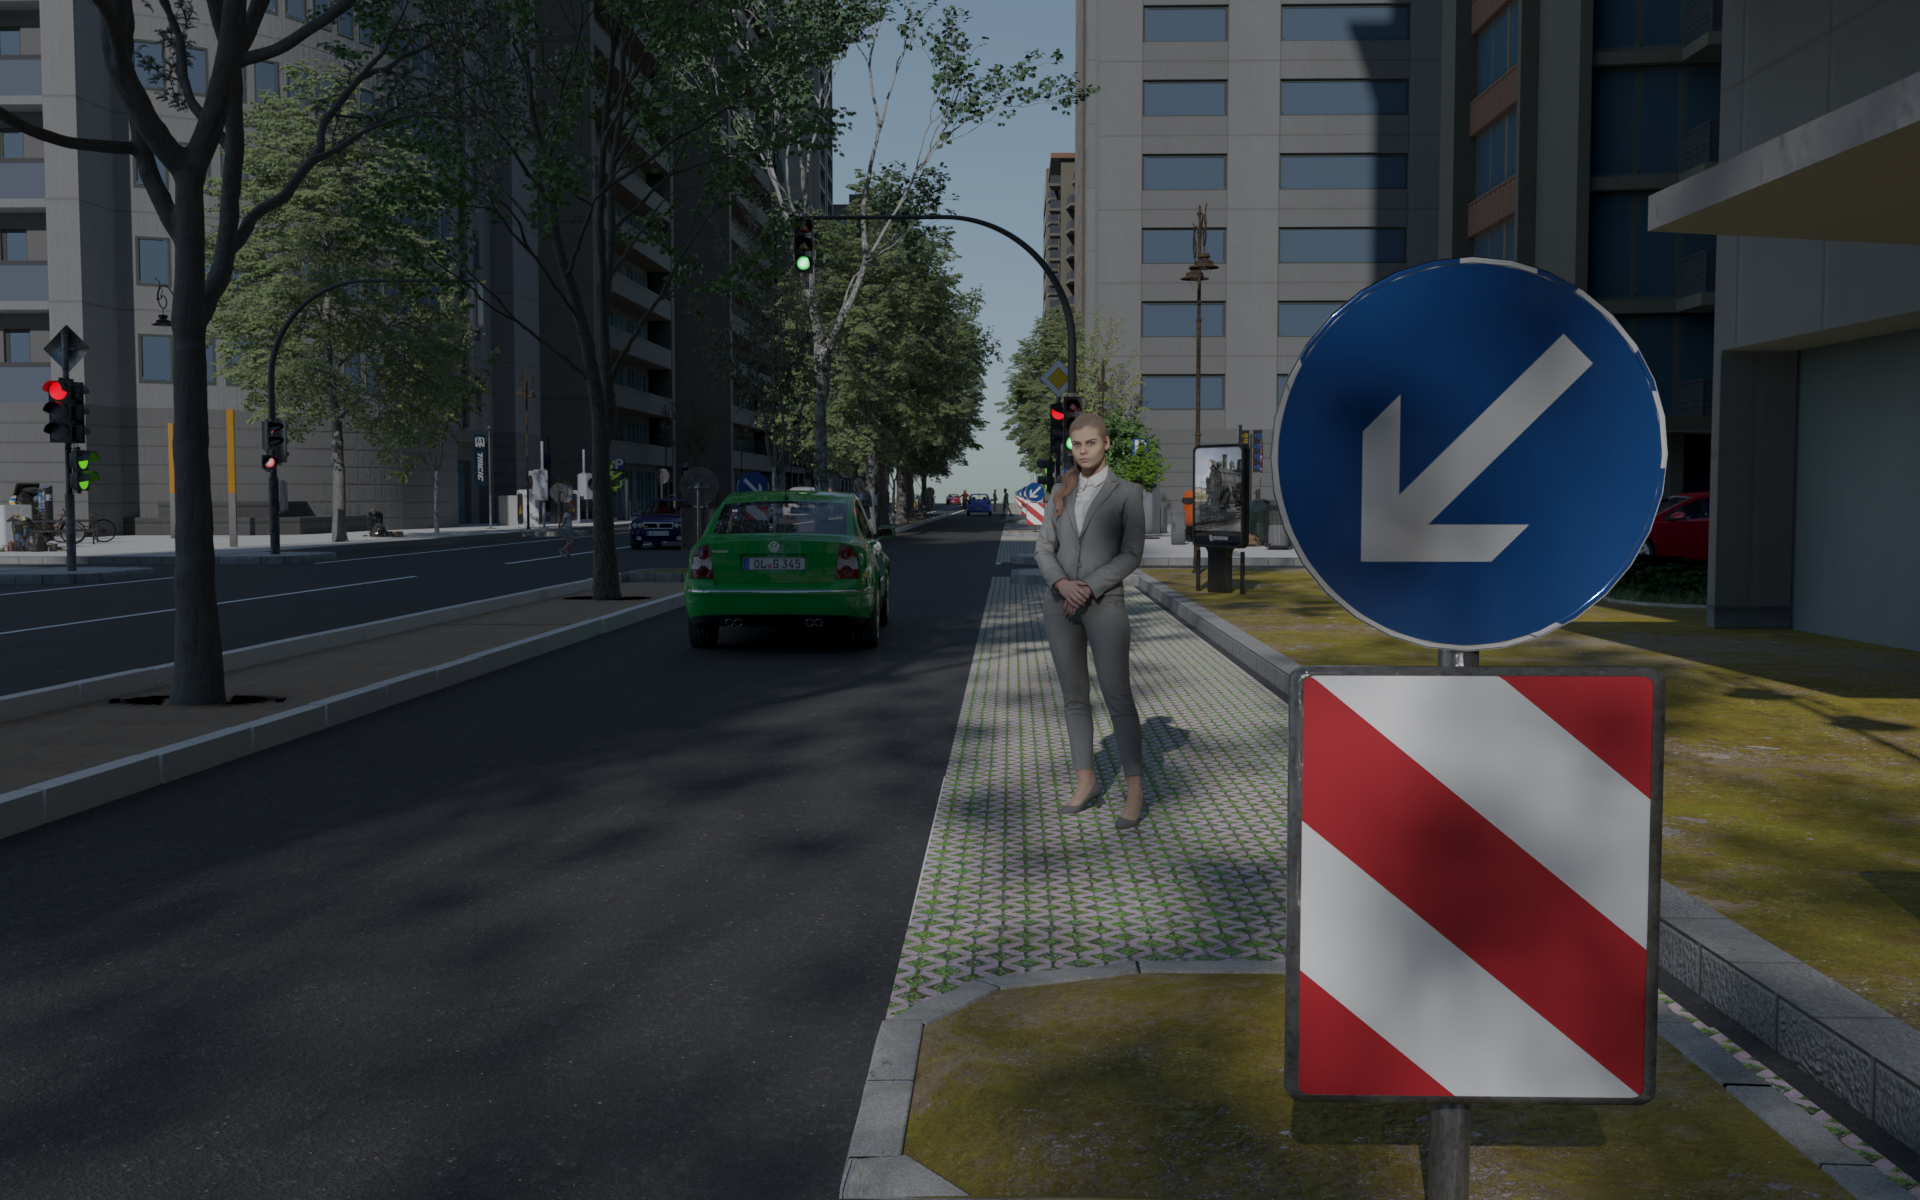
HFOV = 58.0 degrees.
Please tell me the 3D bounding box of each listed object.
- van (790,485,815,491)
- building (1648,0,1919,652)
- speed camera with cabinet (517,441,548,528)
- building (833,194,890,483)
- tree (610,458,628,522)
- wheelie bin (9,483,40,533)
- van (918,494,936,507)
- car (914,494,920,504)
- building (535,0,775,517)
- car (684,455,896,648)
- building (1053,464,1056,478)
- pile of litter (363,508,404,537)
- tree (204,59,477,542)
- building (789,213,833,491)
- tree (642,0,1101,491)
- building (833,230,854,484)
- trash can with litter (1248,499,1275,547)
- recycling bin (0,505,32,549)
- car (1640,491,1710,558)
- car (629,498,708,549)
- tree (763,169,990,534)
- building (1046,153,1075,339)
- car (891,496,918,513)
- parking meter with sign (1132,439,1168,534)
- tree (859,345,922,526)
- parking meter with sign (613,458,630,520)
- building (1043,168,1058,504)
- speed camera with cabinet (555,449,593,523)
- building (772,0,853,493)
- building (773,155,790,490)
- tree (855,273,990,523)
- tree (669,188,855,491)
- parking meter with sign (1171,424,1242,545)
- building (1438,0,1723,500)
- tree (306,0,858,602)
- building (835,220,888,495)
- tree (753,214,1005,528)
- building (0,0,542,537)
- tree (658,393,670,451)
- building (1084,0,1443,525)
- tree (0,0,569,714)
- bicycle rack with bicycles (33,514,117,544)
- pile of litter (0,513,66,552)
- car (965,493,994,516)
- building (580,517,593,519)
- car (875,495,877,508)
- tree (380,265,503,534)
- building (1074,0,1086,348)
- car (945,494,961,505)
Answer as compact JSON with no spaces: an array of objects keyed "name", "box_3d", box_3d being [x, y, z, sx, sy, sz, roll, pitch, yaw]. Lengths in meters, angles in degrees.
[{"name":"van","box_3d":[-9.241,-5.711,100.390,2.013,2.044,4.112,0,4,2]},{"name":"building","box_3d":[17.881,-25.276,2.498,28.713,52.752,27.495,0,4,2]},{"name":"speed camera with cabinet","box_3d":[-16.210,-4.357,65.579,0.660,3.252,2.038,-2,4,-32]},{"name":"building","box_3d":[-18.059,-37.432,262.121,14.600,45.320,14.200,0,4,2]},{"name":"tree","box_3d":[-16.347,-5.190,79.458,1.663,3.219,1.824,0,3,0]},{"name":"wheelie bin","box_3d":[-26.460,-2.530,49.271,0.693,1.594,0.980,3,4,38]},{"name":"van","box_3d":[-3.551,-11.000,186.863,2.013,2.044,4.112,0,4,1]},{"name":"car","box_3d":[-6.001,-13.347,228.006,2.009,1.686,4.222,0,4,0]},{"name":"building","box_3d":[-25.283,-30.519,122.687,21.300,48.544,21.600,0,4,2]},{"name":"car","box_3d":[-1.648,-0.535,17.541,1.959,1.807,4.718,0,3,0]},{"name":"building","box_3d":[20.752,-52.363,168.804,22.319,86.520,31.000,0,4,2]},{"name":"pile of litter","box_3d":[-17.331,-2.331,52.072,1.176,0.858,1.719,-2,4,-23]},{"name":"tree","box_3d":[-17.116,-7.835,46.230,7.486,12.596,7.792,0,3,0]},{"name":"building","box_3d":[-20.782,-24.769,176.679,14.160,30.474,14.107,0,4,2]},{"name":"tree","box_3d":[-2.805,-11.635,48.574,12.611,20.169,13.585,0,3,0]},{"name":"building","box_3d":[-28.365,-32.858,229.112,32.217,40.220,23.993,0,4,2]},{"name":"trash can with litter","box_3d":[7.313,-1.900,42.445,0.624,1.170,1.055,2,4,25]},{"name":"recycling bin","box_3d":[-22.254,-1.713,40.557,0.722,1.027,0.722,2,4,31]},{"name":"car","box_3d":[13.748,-1.442,32.611,4.494,1.783,2.155,0,4,3]},{"name":"car","box_3d":[-7.645,-2.056,46.193,1.945,1.354,3.894,0,4,2]},{"name":"tree","box_3d":[-3.016,-8.507,59.667,7.486,12.596,7.792,0,3,0]},{"name":"building","box_3d":[22.086,-34.487,218.494,22.147,44.769,28.867,0,4,2]},{"name":"car","box_3d":[-4.103,-7.349,130.376,2.015,1.641,3.980,0,4,3]},{"name":"parking meter with sign","box_3d":[6.122,-3.619,55.424,0.543,3.016,1.738,2,4,30]},{"name":"tree","box_3d":[-2.992,-7.597,77.032,4.737,8.622,4.395,0,3,0]},{"name":"parking meter with sign","box_3d":[-16.528,-5.420,84.878,0.543,3.016,1.738,0,3,0]},{"name":"building","box_3d":[22.559,-37.955,244.262,21.300,48.544,21.600,0,4,2]},{"name":"speed camera with cabinet","box_3d":[-16.875,-5.003,76.142,0.660,3.252,2.038,2,4,32]},{"name":"building","box_3d":[-23.528,-46.942,205.752,20.563,71.187,20.611,0,4,2]},{"name":"building","box_3d":[-22.152,-22.598,141.173,14.160,30.474,14.107,0,4,2]},{"name":"tree","box_3d":[-2.703,-11.320,94.189,9.857,13.997,8.962,0,3,0]},{"name":"tree","box_3d":[-4.322,-5.356,40.398,4.360,8.622,3.978,0,3,0]},{"name":"parking meter with sign","box_3d":[6.199,-2.898,43.635,1.738,3.016,0.543,0,4,5]},{"name":"building","box_3d":[27.199,-24.049,47.821,28.867,44.769,22.147,0,4,2]},{"name":"tree","box_3d":[-4.876,-5.807,23.160,9.928,11.665,9.643,0,3,0]},{"name":"building","box_3d":[-17.797,-34.527,248.115,14.154,41.232,14.086,0,4,2]},{"name":"tree","box_3d":[-3.069,-9.103,68.300,9.611,12.733,9.660,0,3,0]},{"name":"building","box_3d":[-30.099,-31.932,64.086,21.231,58.520,28.212,0,4,2]},{"name":"tree","box_3d":[-15.021,-9.135,99.721,4.360,8.622,3.978,0,3,0]},{"name":"building","box_3d":[16.649,-33.153,84.048,21.231,58.520,28.212,0,4,2]},{"name":"tree","box_3d":[-5.226,-6.039,11.558,12.009,13.543,11.850,0,3,0]},{"name":"bicycle rack with bicycles","box_3d":[-23.408,-1.908,44.576,2.925,0.926,2.852,-1,4,-22]},{"name":"pile of litter","box_3d":[-20.883,-1.521,38.830,1.719,0.858,1.176,2,4,25]},{"name":"car","box_3d":[1.271,-6.419,114.539,1.945,1.707,3.694,0,4,1]},{"name":"building","box_3d":[-28.794,-28.961,97.211,21.300,48.544,21.600,0,4,2]},{"name":"car","box_3d":[-7.789,-9.014,159.746,2.083,1.381,4.827,0,4,4]},{"name":"tree","box_3d":[-16.832,-6.437,55.601,4.737,8.622,4.395,0,3,0]},{"name":"building","box_3d":[15.552,-29.138,126.509,14.600,45.320,14.200,0,4,2]},{"name":"car","box_3d":[-0.840,-13.250,225.672,2.155,1.783,4.494,0,4,4]}]
